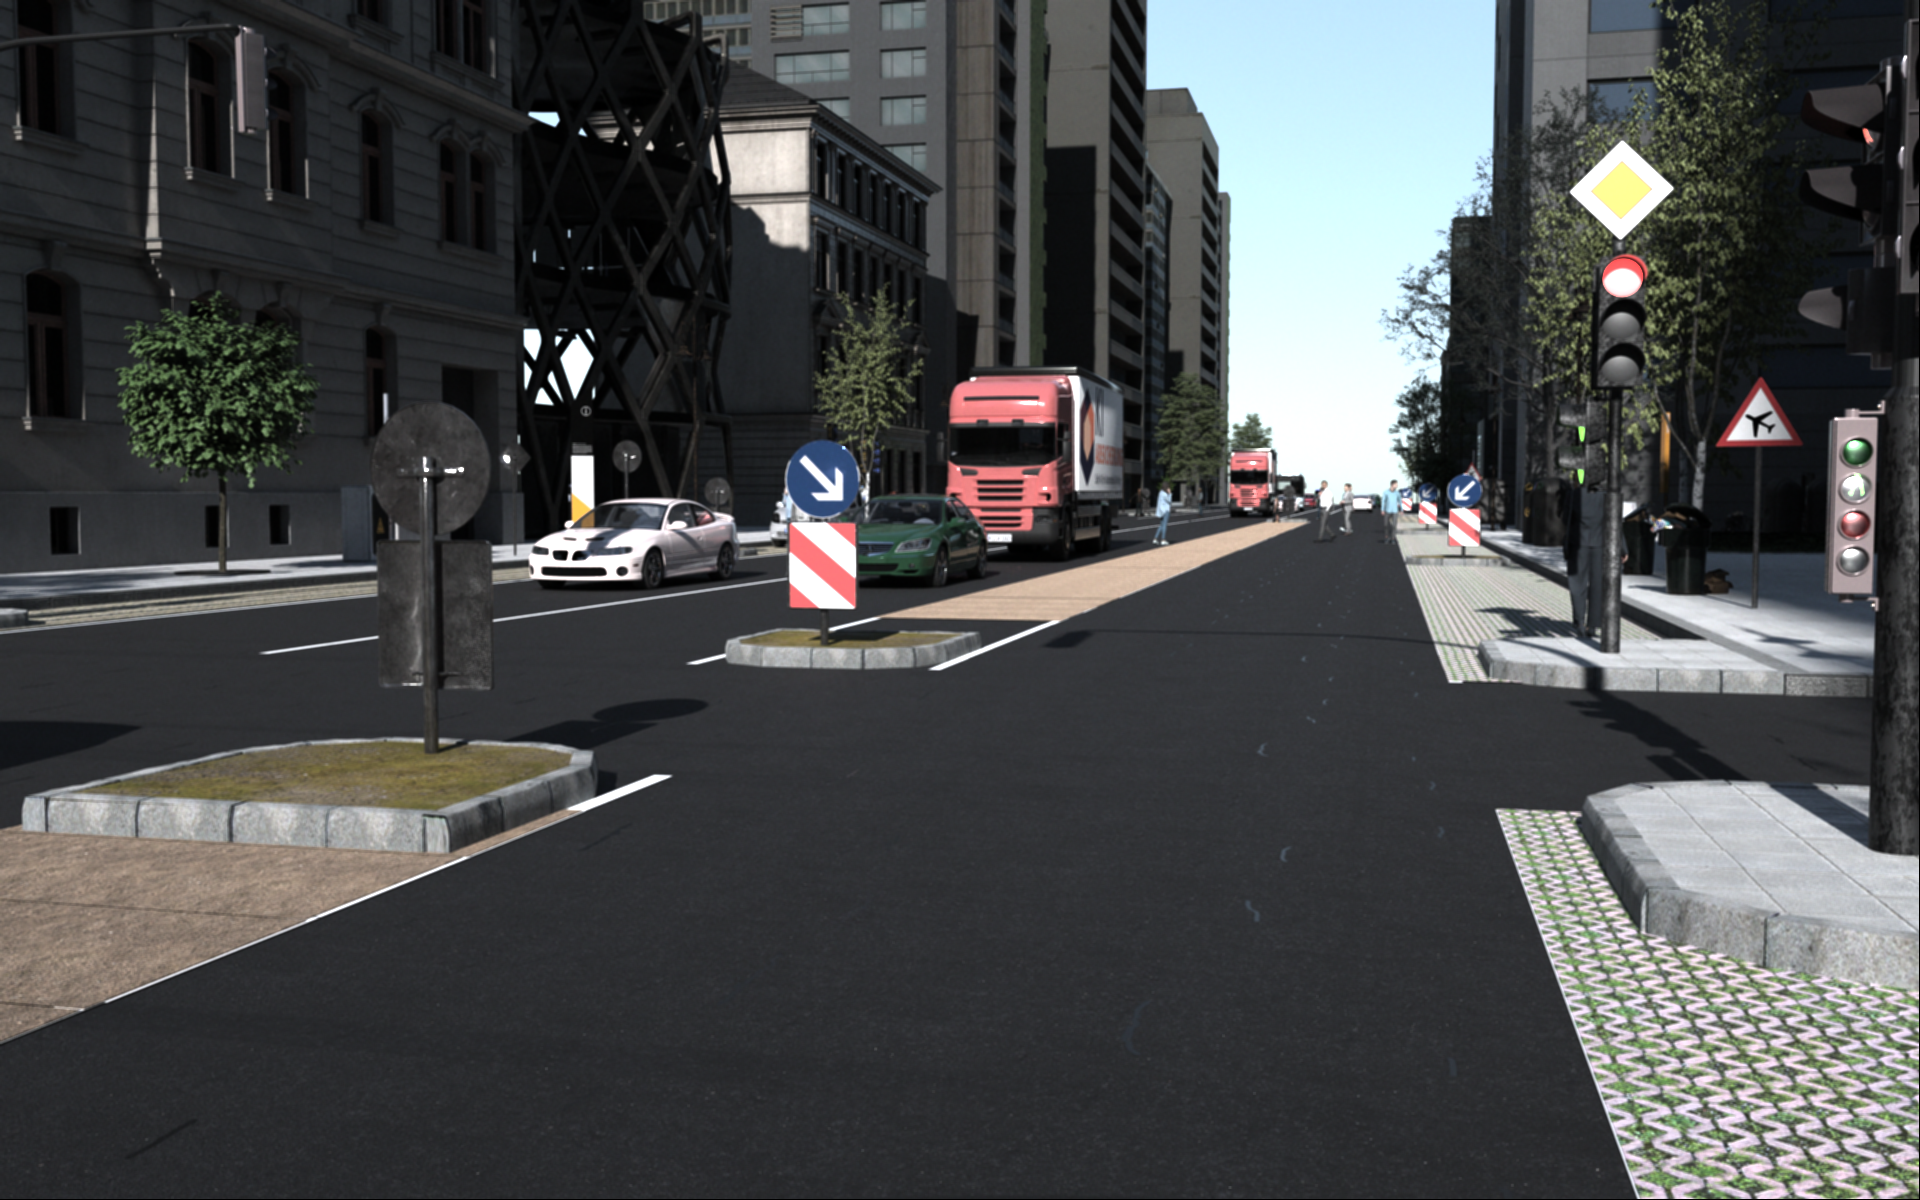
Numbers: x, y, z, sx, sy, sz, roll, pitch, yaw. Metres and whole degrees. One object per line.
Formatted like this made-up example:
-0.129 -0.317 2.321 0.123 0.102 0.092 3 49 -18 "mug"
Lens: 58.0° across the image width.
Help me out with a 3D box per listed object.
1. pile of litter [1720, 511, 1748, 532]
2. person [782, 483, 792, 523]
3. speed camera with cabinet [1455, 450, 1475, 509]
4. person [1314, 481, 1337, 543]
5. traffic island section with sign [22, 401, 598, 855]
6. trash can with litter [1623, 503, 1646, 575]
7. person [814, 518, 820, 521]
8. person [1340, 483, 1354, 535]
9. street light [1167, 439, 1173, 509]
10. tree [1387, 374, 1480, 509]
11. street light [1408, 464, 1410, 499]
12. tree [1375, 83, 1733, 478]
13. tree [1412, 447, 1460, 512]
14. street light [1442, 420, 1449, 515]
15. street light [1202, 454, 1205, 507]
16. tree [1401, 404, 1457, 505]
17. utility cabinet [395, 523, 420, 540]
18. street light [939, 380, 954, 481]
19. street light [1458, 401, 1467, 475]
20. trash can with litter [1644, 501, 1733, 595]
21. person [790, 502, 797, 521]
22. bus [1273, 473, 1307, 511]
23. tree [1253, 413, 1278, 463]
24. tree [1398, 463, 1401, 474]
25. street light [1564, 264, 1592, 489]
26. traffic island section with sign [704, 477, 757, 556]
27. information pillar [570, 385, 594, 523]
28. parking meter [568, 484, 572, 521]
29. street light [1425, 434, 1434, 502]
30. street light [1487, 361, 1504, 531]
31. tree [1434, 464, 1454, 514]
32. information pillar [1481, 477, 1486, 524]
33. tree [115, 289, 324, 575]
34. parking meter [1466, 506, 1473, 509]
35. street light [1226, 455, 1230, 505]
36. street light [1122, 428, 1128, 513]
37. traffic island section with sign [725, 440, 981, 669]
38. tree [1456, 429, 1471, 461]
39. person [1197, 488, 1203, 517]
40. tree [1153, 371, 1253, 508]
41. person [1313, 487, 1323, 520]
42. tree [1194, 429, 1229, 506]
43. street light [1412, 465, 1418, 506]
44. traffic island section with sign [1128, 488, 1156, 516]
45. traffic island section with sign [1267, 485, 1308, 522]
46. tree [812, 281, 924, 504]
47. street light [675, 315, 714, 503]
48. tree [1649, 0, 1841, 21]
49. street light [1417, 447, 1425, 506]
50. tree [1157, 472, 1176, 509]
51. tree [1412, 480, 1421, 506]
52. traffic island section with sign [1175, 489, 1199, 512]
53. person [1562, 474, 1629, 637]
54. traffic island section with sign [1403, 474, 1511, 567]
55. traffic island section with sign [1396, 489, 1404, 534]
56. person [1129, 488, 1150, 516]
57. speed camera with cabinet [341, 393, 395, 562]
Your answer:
19.796 -1.874 44.610 1.176 0.858 1.719 -1 4 -9 "pile of litter"
-4.155 -2.134 43.649 0.793 1.790 0.793 0 4 8 "person"
23.015 -5.162 78.734 0.660 3.252 2.038 0 4 5 "speed camera with cabinet"
10.822 -2.616 51.378 0.850 1.850 0.679 -1 4 -21 "person"
-2.761 0.009 7.993 2.006 1.907 1.989 1 4 14 "traffic island section with sign"
10.553 -0.991 27.589 1.055 1.170 0.624 2 4 24 "trash can with litter"
-2.975 -1.635 35.802 0.524 1.755 0.480 3 4 36 "person"
13.402 -3.153 60.246 0.583 1.804 0.606 -1 4 -21 "person"
17.606 -10.531 144.973 0.468 5.910 1.993 1 4 14 "street light"
40.762 -13.668 149.228 9.928 11.665 9.643 0 3 0 "tree"
56.300 -14.847 215.530 0.468 5.910 1.993 1 4 14 "street light"
17.736 -8.629 51.448 12.009 13.543 11.850 0 3 0 "tree"
33.711 -8.491 122.548 4.285 4.588 4.351 0 3 0 "tree"
30.304 -8.285 108.239 0.468 5.910 1.993 1 4 14 "street light"
24.521 -12.314 174.113 0.468 5.910 1.993 1 4 14 "street light"
39.027 -11.655 140.920 4.737 8.622 4.395 0 3 0 "tree"
-11.719 -1.557 36.612 0.306 1.237 1.020 1 4 13 "utility cabinet"
-0.475 -5.976 70.495 0.468 5.910 1.993 1 4 14 "street light"
24.835 -6.914 85.824 0.468 5.910 1.993 1 4 14 "street light"
9.439 -0.666 22.277 1.055 1.170 0.624 -2 4 -34 "trash can with litter"
-3.114 -1.576 34.395 0.709 1.813 0.853 2 4 26 "person"
27.983 -9.318 147.215 2.948 3.499 13.247 1 4 12 "bus"
40.537 -19.789 241.675 7.486 12.596 7.792 0 3 0 "tree"
44.992 -13.341 168.492 4.737 8.622 4.395 0 3 0 "tree"
12.291 -3.771 34.449 0.468 5.910 1.993 1 4 14 "street light"
-5.818 -1.936 40.275 1.989 1.847 2.006 1 4 14 "traffic island section with sign"
-8.134 -2.815 37.387 0.504 3.616 0.183 -1 4 -15 "information pillar"
-9.304 -2.056 42.019 0.372 1.533 0.369 0 3 0 "parking meter"
36.463 -9.870 134.155 0.468 5.910 1.993 1 4 14 "street light"
18.550 -5.343 60.139 0.468 5.910 1.993 1 4 14 "street light"
31.271 -7.126 111.110 1.663 3.219 1.824 0 3 0 "tree"
22.180 -4.241 73.829 0.304 2.012 0.304 -3 5 -44 "information pillar"
-11.897 -2.695 27.771 4.285 4.588 4.351 0 3 0 "tree"
20.021 -3.658 68.214 0.372 1.533 0.369 0 3 0 "parking meter"
30.898 -13.884 199.784 0.468 5.910 1.993 1 4 14 "street light"
11.243 -8.941 118.977 0.468 5.910 1.993 1 4 14 "street light"
-1.005 -0.431 15.189 2.006 1.907 1.989 1 4 14 "traffic island section with sign"
14.550 -5.441 39.317 4.737 8.622 4.395 0 3 0 "tree"
15.334 -6.241 110.622 0.705 1.814 1.350 0 3 0 "person"
21.466 -14.834 160.660 7.486 12.596 7.792 0 3 0 "tree"
20.246 -5.404 96.945 0.705 1.814 1.350 -3 5 -39 "person"
25.741 -14.047 180.024 4.360 8.622 3.978 0 3 0 "tree"
49.977 -13.239 189.240 0.468 5.910 1.993 1 4 14 "street light"
12.294 -6.500 114.906 1.989 1.847 2.006 1 4 14 "traffic island section with sign"
16.709 -4.898 88.218 2.006 1.907 1.989 1 4 14 "traffic island section with sign"
-3.272 -6.750 60.724 4.737 8.622 4.395 0 3 0 "tree"
-6.849 -4.406 44.833 0.468 5.910 1.993 1 4 14 "street light"
10.266 -4.512 24.141 4.737 8.622 4.395 0 3 0 "tree"
42.792 -11.452 160.034 0.468 5.910 1.993 1 4 14 "street light"
18.278 -9.706 153.292 1.663 3.219 1.824 0 3 0 "tree"
51.185 -12.113 192.650 1.663 3.219 1.824 0 3 0 "tree"
18.654 -8.102 141.103 1.989 1.847 2.006 1 4 14 "traffic island section with sign"
6.107 -0.478 16.729 0.576 1.772 0.534 0 4 -5 "person"
10.090 -1.622 35.152 1.989 1.847 2.006 1 4 14 "traffic island section with sign"
16.504 -3.239 61.587 1.989 1.847 2.006 1 4 14 "traffic island section with sign"
11.587 -6.325 111.931 1.348 1.821 0.705 0 4 -5 "person"
-11.198 -2.391 33.435 0.660 3.252 2.038 1 4 8 "speed camera with cabinet"
